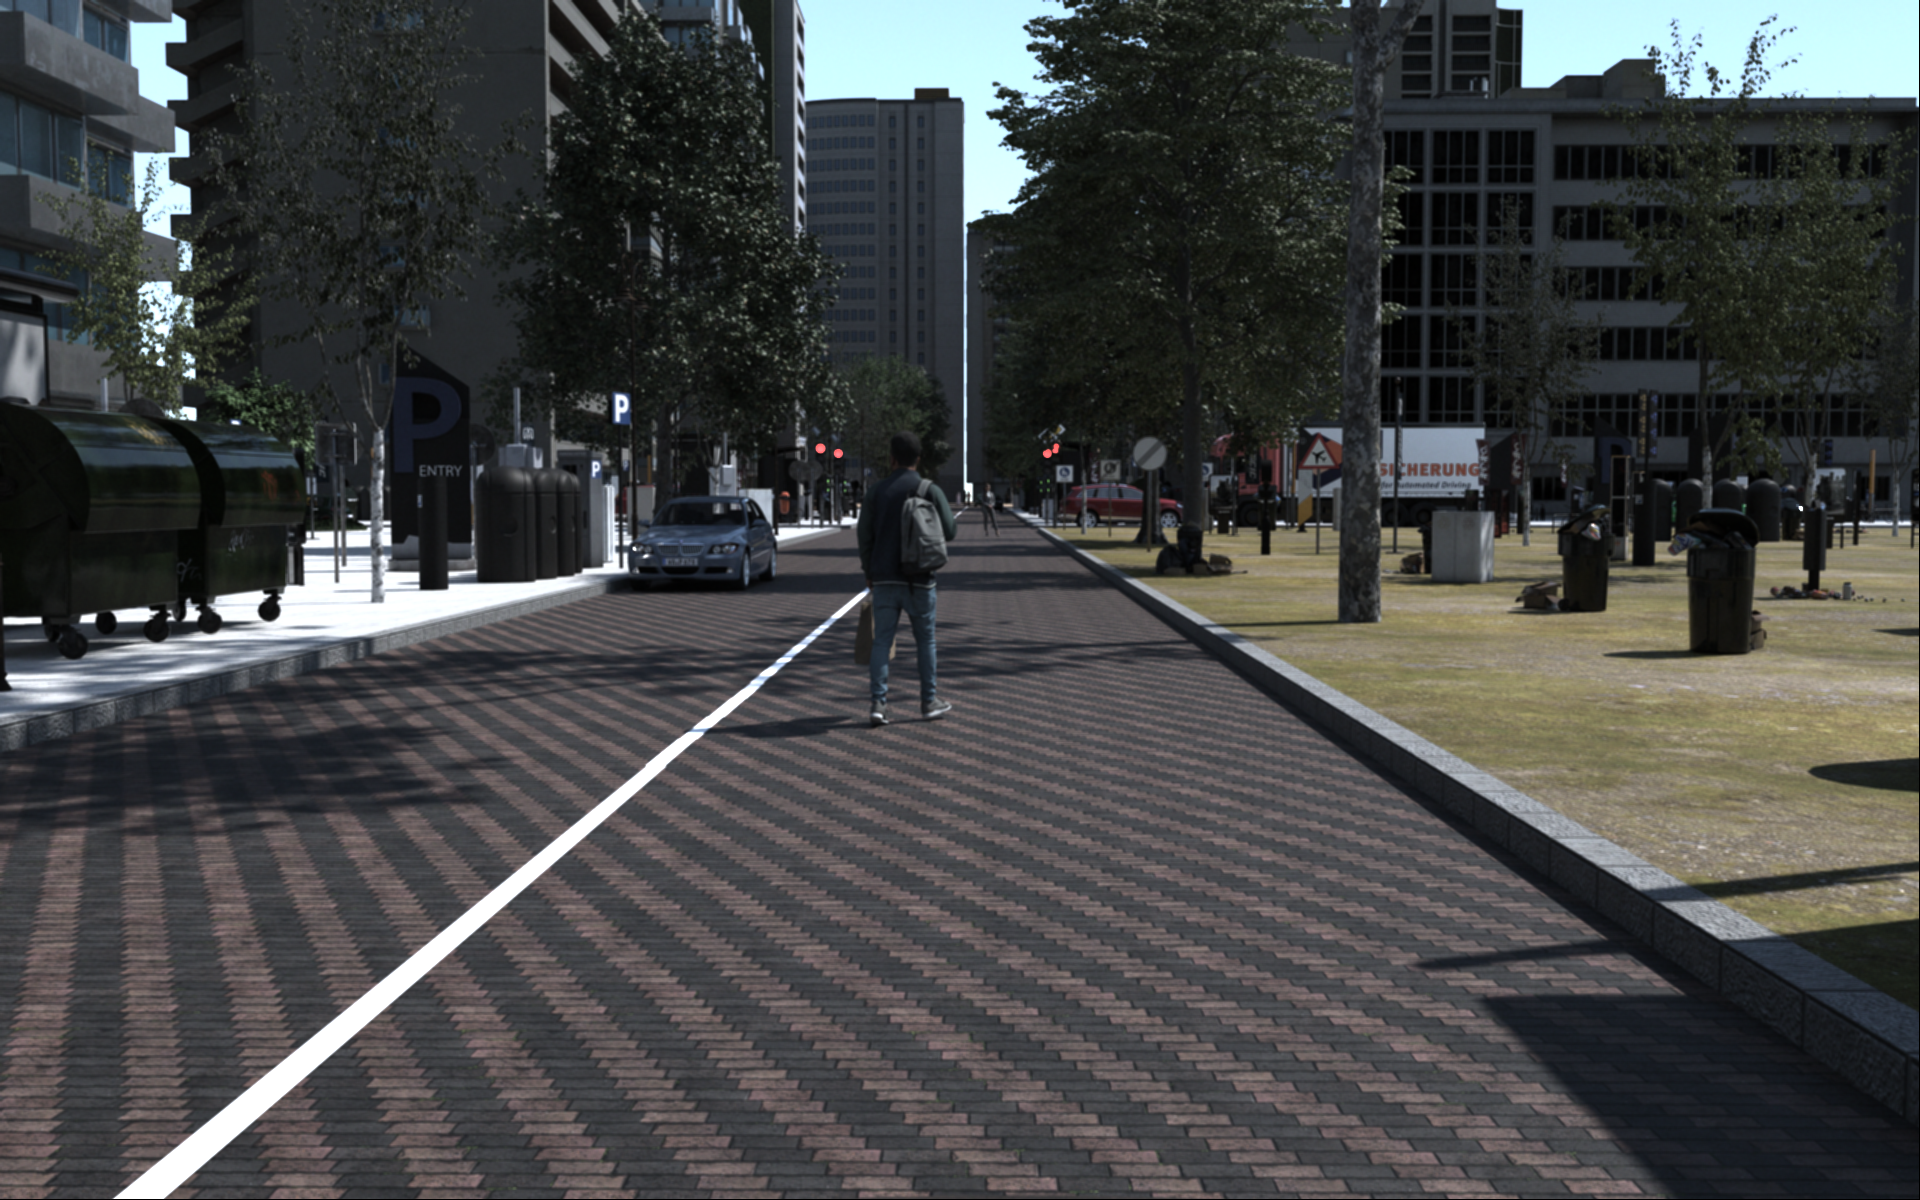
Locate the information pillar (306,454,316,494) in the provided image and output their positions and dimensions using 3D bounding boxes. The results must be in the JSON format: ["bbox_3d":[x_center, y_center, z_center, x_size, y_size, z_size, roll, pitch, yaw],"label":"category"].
[{"bbox_3d":[-32.487,-5.837,86.790,0.183,3.616,0.504,3,5,42],"label":"information pillar"}]

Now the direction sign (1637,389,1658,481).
[{"bbox_3d":[14.890,-2.787,37.568,0.876,3.537,0.379,-3,5,-43],"label":"direction sign"}]

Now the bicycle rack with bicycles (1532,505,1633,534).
[{"bbox_3d":[20.626,-2.602,55.917,2.925,0.926,2.852,-3,5,-41],"label":"bicycle rack with bicycles"}]

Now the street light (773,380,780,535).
[{"bbox_3d":[-5.715,-4.950,53.722,0.468,5.910,1.993,0,4,1],"label":"street light"}]

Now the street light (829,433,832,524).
[{"bbox_3d":[-5.480,-6.133,73.065,0.468,5.910,1.993,0,4,1],"label":"street light"}]

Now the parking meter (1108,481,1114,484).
[{"bbox_3d":[6.827,-4.447,78.424,0.255,1.863,0.399,0,4,2],"label":"parking meter"}]

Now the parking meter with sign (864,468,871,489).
[{"bbox_3d":[-5.936,-7.422,117.612,0.543,3.016,1.738,1,4,21],"label":"parking meter with sign"}]

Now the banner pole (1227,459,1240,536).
[{"bbox_3d":[8.286,-3.826,52.576,0.401,3.779,0.863,1,4,17],"label":"banner pole"}]

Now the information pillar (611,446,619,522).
[{"bbox_3d":[-15.698,-5.352,78.855,0.504,3.616,0.183,3,4,36],"label":"information pillar"}]

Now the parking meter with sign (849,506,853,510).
[{"bbox_3d":[-8.823,-8.561,136.238,0.543,3.016,1.738,-2,4,-35],"label":"parking meter with sign"}]

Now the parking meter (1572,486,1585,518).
[{"bbox_3d":[20.516,-2.999,57.442,0.372,1.533,0.369,0,3,0],"label":"parking meter"}]

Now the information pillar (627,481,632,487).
[{"bbox_3d":[-18.340,-5.612,96.253,0.304,2.012,0.304,2,4,25],"label":"information pillar"}]

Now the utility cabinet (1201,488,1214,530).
[{"bbox_3d":[8.647,-3.182,60.711,0.318,1.500,1.173,0,4,-1],"label":"utility cabinet"}]

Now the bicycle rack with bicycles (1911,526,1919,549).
[{"bbox_3d":[23.601,-1.650,40.352,2.852,0.926,2.925,-1,4,-15],"label":"bicycle rack with bicycles"}]

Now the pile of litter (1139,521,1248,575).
[{"bbox_3d":[3.867,-0.851,27.872,1.719,0.858,1.176,-1,4,-10],"label":"pile of litter"}]

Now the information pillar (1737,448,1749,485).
[{"bbox_3d":[36.913,-5.526,81.703,0.504,3.616,0.183,3,4,37],"label":"information pillar"}]

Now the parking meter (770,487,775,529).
[{"bbox_3d":[-6.984,-3.399,63.988,0.372,1.533,0.369,0,3,0],"label":"parking meter"}]

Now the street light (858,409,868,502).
[{"bbox_3d":[-5.305,-7.443,94.488,0.468,5.910,1.993,0,4,1],"label":"street light"}]

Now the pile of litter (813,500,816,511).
[{"bbox_3d":[-11.053,-7.131,130.551,1.719,0.858,1.176,3,4,39],"label":"pile of litter"}]

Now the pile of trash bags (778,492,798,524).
[{"bbox_3d":[-7.858,-3.966,74.603,1.912,1.369,3.447,-1,4,-19],"label":"pile of trash bags"}]

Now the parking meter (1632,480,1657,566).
[{"bbox_3d":[12.259,-1.383,31.021,0.372,1.533,0.369,0,3,0],"label":"parking meter"}]

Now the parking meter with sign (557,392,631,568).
[{"bbox_3d":[-6.609,-2.073,30.152,1.738,3.016,0.543,2,4,23],"label":"parking meter with sign"}]

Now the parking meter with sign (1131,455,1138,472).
[{"bbox_3d":[8.122,-4.934,76.924,0.543,3.016,1.738,1,4,22],"label":"parking meter with sign"}]

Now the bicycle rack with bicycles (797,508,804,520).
[{"bbox_3d":[-9.159,-4.234,82.600,2.925,0.926,2.852,1,4,12],"label":"bicycle rack with bicycles"}]

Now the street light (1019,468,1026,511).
[{"bbox_3d":[4.766,-9.390,126.316,0.468,5.910,1.993,0,4,1],"label":"street light"}]

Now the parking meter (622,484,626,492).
[{"bbox_3d":[-19.599,-5.859,101.506,0.255,1.863,0.399,1,4,19],"label":"parking meter"}]

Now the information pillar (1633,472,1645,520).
[{"bbox_3d":[22.442,-3.230,57.308,0.304,2.012,0.304,-3,5,-40],"label":"information pillar"}]

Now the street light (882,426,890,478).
[{"bbox_3d":[-4.954,-8.739,115.674,0.468,5.910,1.993,0,4,1],"label":"street light"}]

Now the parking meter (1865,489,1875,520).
[{"bbox_3d":[43.917,-4.599,83.602,0.372,1.533,0.369,0,3,0],"label":"parking meter"}]

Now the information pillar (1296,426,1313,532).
[{"bbox_3d":[11.577,-4.084,58.128,0.504,3.616,0.183,0,4,7],"label":"information pillar"}]

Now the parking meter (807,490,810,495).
[{"bbox_3d":[-8.906,-5.735,102.175,0.372,1.533,0.369,0,3,0],"label":"parking meter"}]

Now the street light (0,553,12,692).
[{"bbox_3d":[-6.285,-2.344,11.114,0.468,5.910,1.993,0,4,1],"label":"street light"}]

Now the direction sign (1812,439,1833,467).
[{"bbox_3d":[35.618,-4.871,71.635,0.876,3.537,0.379,0,4,-4],"label":"direction sign"}]

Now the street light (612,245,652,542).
[{"bbox_3d":[-6.110,-3.646,32.405,0.468,5.910,1.993,0,4,1],"label":"street light"}]

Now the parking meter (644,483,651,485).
[{"bbox_3d":[-16.006,-5.089,88.911,0.255,1.863,0.399,-2,4,-32],"label":"parking meter"}]

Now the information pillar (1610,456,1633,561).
[{"bbox_3d":[12.675,-1.761,33.279,0.304,2.012,0.304,2,4,30],"label":"information pillar"}]

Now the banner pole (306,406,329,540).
[{"bbox_3d":[-18.106,-3.597,48.827,0.863,3.779,0.401,1,4,20],"label":"banner pole"}]

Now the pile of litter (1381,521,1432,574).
[{"bbox_3d":[7.675,-0.868,28.158,1.719,0.858,1.176,2,4,28],"label":"pile of litter"}]

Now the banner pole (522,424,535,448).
[{"bbox_3d":[-13.604,-3.921,54.132,0.401,3.779,0.863,3,5,41],"label":"banner pole"}]

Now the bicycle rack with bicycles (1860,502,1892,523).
[{"bbox_3d":[40.510,-3.919,77.464,2.925,0.926,2.852,-1,4,-21],"label":"bicycle rack with bicycles"}]

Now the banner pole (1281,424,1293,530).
[{"bbox_3d":[11.808,-4.407,62.063,0.401,3.779,0.863,2,4,26],"label":"banner pole"}]

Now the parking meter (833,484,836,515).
[{"bbox_3d":[-7.379,-5.838,101.170,0.255,1.863,0.399,-3,4,-37],"label":"parking meter"}]

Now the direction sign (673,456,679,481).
[{"bbox_3d":[-17.044,-6.872,104.362,0.876,3.537,0.379,2,4,29],"label":"direction sign"}]

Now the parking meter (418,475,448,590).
[{"bbox_3d":[-7.064,-0.905,23.216,0.372,1.533,0.369,0,3,0],"label":"parking meter"}]

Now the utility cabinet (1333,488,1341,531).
[{"bbox_3d":[13.469,-3.127,59.804,1.173,1.500,0.318,-1,4,-15],"label":"utility cabinet"}]

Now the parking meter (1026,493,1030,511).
[{"bbox_3d":[5.075,-7.578,129.611,0.255,1.863,0.399,0,4,7],"label":"parking meter"}]

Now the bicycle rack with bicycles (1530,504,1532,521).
[{"bbox_3d":[26.855,-4.257,82.988,2.852,0.926,2.925,1,4,18],"label":"bicycle rack with bicycles"}]

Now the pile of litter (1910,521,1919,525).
[{"bbox_3d":[40.221,-3.566,72.262,1.719,0.858,1.176,-2,4,-29],"label":"pile of litter"}]

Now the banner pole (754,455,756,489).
[{"bbox_3d":[-10.484,-6.139,90.396,0.863,3.779,0.401,0,4,-1],"label":"banner pole"}]

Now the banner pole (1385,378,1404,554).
[{"bbox_3d":[9.492,-2.905,37.512,0.401,3.779,0.863,2,4,24],"label":"banner pole"}]

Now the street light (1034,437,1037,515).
[{"bbox_3d":[4.552,-8.080,104.901,0.468,5.910,1.993,0,4,1],"label":"street light"}]

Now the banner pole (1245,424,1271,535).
[{"bbox_3d":[9.264,-3.907,53.895,0.863,3.779,0.401,2,4,25],"label":"banner pole"}]
